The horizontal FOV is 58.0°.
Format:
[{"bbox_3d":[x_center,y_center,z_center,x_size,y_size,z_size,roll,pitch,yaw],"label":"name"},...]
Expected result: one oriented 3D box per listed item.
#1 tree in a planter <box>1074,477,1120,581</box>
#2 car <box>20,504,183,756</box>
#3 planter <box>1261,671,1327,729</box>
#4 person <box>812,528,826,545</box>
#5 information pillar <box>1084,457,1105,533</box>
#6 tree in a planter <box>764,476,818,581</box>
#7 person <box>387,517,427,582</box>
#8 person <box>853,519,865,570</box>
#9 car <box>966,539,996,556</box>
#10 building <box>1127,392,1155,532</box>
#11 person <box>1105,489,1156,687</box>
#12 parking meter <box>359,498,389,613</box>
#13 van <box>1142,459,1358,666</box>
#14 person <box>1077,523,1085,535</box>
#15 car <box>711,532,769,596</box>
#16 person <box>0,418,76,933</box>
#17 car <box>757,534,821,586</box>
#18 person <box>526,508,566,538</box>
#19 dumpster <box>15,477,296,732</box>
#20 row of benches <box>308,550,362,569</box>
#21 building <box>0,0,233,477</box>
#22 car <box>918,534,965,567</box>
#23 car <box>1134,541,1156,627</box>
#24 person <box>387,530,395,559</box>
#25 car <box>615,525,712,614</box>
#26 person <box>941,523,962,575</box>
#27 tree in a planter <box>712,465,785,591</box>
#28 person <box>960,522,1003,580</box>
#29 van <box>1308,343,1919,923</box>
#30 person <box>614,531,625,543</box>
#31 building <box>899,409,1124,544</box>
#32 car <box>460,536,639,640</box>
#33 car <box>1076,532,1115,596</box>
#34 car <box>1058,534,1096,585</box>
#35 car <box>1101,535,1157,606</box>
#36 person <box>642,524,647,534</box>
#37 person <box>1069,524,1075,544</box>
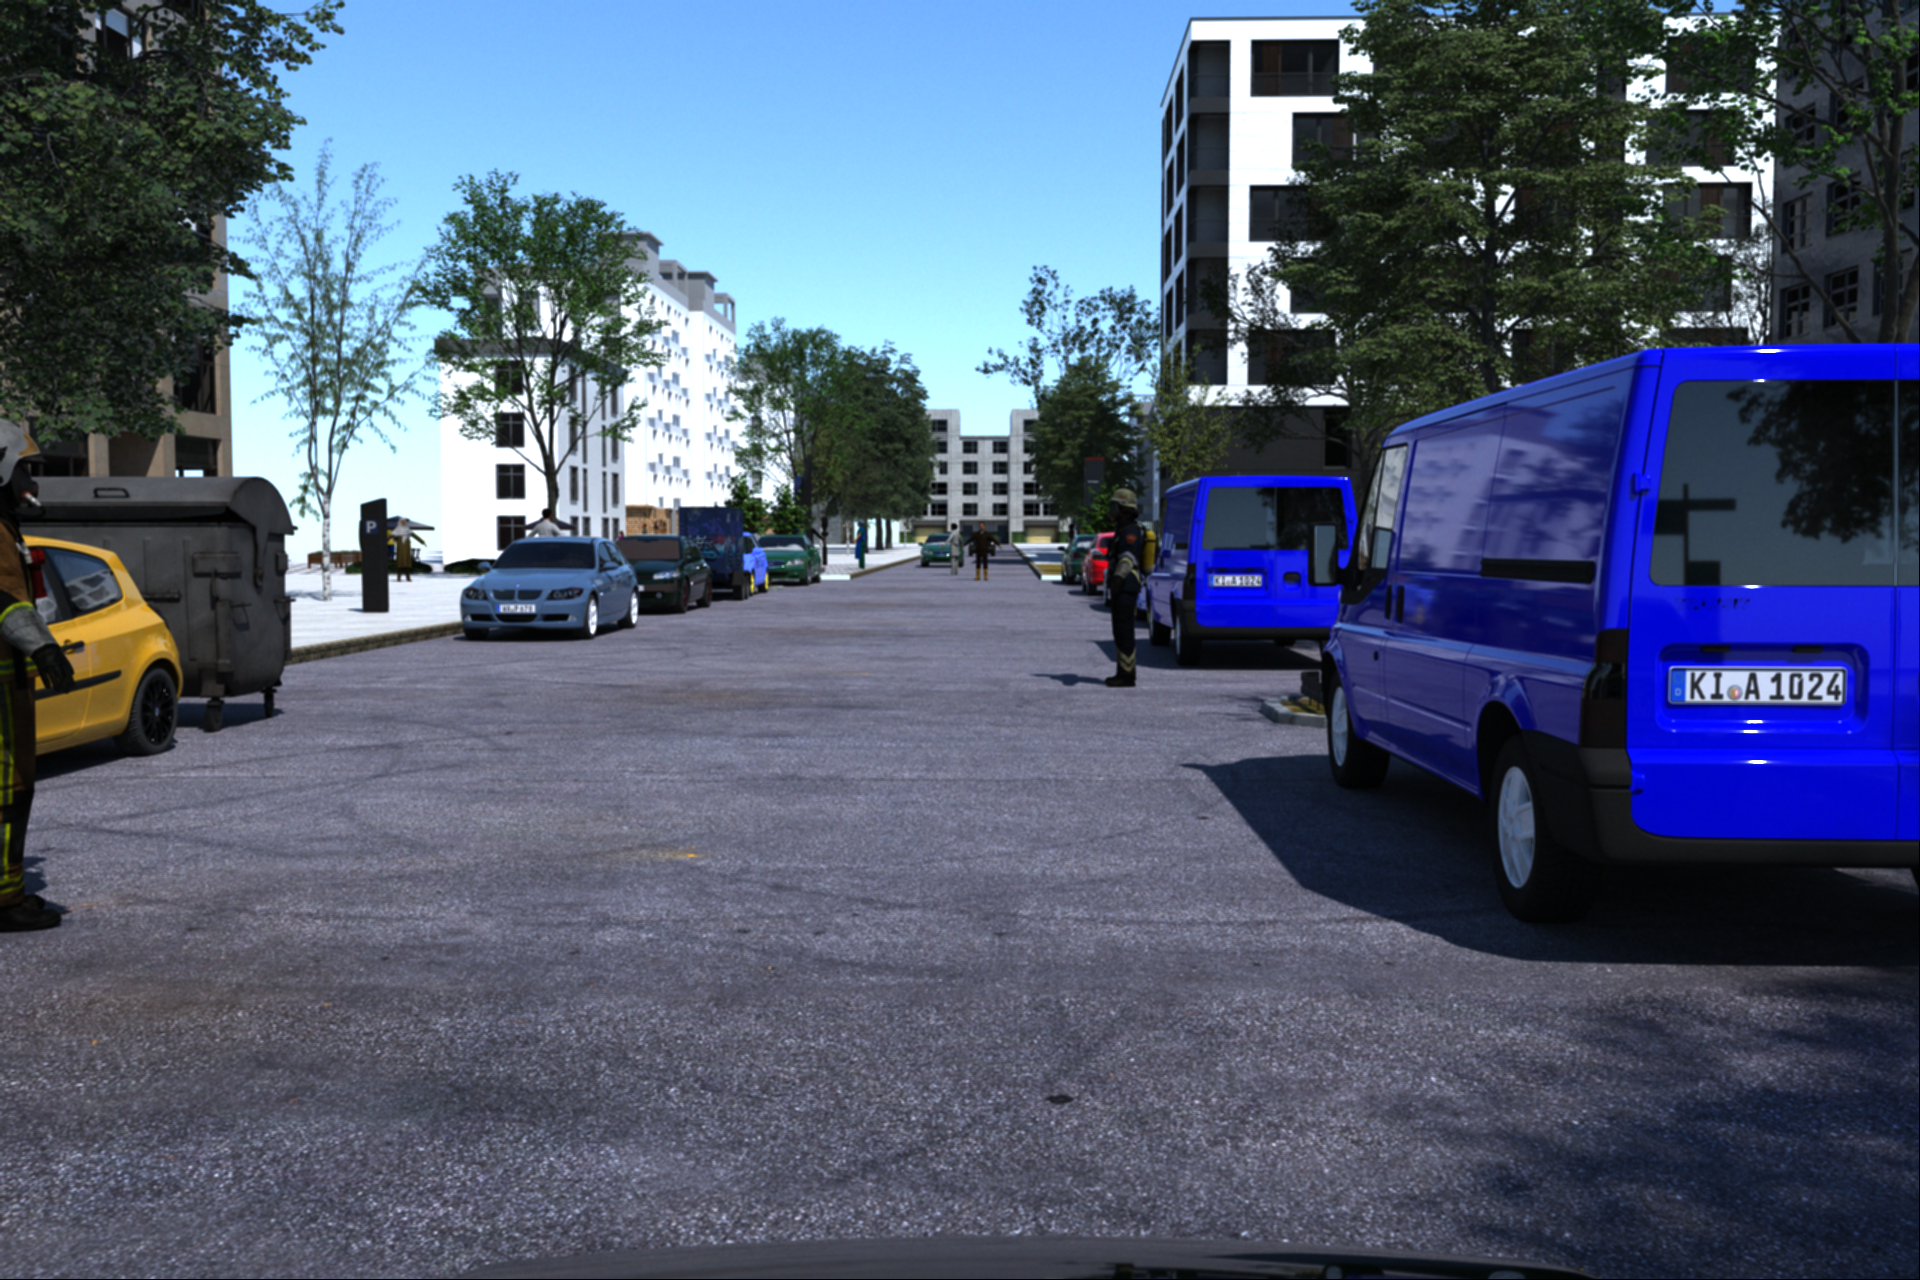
[{"bbox_3d":[4.443,-3.456,53.724,1.991,3.239,1.994,0,4,2],"label":"tree in a planter"},{"bbox_3d":[-6.069,0.022,9.863,2.015,1.641,3.980,0,4,1],"label":"car"},{"bbox_3d":[3.406,0.464,13.547,1.991,0.319,1.994,0,4,2],"label":"planter"},{"bbox_3d":[-5.568,-3.517,63.438,1.347,1.837,0.705,-1,4,-10],"label":"person"},{"bbox_3d":[4.557,-4.244,58.761,0.750,3.857,0.750,0,4,1],"label":"information pillar"},{"bbox_3d":[-5.356,-3.439,53.457,1.991,3.239,1.994,0,4,2],"label":"tree in a planter"},{"bbox_3d":[-15.037,-2.451,46.849,1.217,1.736,0.721,-2,4,-33],"label":"person"},{"bbox_3d":[-3.619,-3.467,62.812,0.704,1.817,1.347,1,4,9],"label":"person"},{"bbox_3d":[1.420,-6.288,112.598,2.009,1.686,4.222,0,3,0],"label":"car"},{"bbox_3d":[27.413,-22.884,230.573,16.016,20.090,11.380,0,4,1],"label":"building"},{"bbox_3d":[1.518,-0.496,16.347,0.705,1.856,1.354,0,4,3],"label":"person"},{"bbox_3d":[-9.589,-1.384,28.333,0.399,1.863,0.255,0,4,2],"label":"parking meter"},{"bbox_3d":[3.336,-0.986,20.505,2.240,2.365,5.245,0,3,0],"label":"van"},{"bbox_3d":[5.906,-4.643,81.882,1.349,1.833,0.705,3,5,44],"label":"person"},{"bbox_3d":[-5.563,-1.916,40.925,1.945,1.707,3.694,0,4,2],"label":"car"},{"bbox_3d":[-3.502,0.116,6.332,0.705,1.858,1.354,-3,4,-38],"label":"person"},{"bbox_3d":[-5.052,-2.309,49.553,2.131,1.459,4.920,0,4,2],"label":"car"},{"bbox_3d":[-8.504,-1.812,35.780,1.344,1.810,0.704,1,4,18],"label":"person"},{"bbox_3d":[-6.106,-0.292,12.991,1.865,1.857,1.264,0,4,2],"label":"dumpster"},{"bbox_3d":[-23.686,-3.101,66.172,1.422,0.672,4.104,0,4,8],"label":"row of benches"},{"bbox_3d":[-31.859,-14.172,34.917,19.350,26.588,34.151,0,4,1],"label":"building"},{"bbox_3d":[-0.754,-3.941,76.228,2.131,1.459,4.920,0,4,1],"label":"car"},{"bbox_3d":[3.705,-1.098,27.544,1.945,1.707,3.694,0,4,1],"label":"car"},{"bbox_3d":[-23.128,-3.918,70.527,1.216,1.772,0.721,2,4,25],"label":"person"},{"bbox_3d":[-5.766,-1.386,32.447,2.009,1.686,4.222,0,4,1],"label":"car"},{"bbox_3d":[-0.230,-3.175,60.553,0.705,1.806,1.347,2,4,30],"label":"person"},{"bbox_3d":[-5.568,-2.889,44.451,1.991,3.239,1.994,0,4,2],"label":"tree in a planter"},{"bbox_3d":[0.675,-2.765,53.806,1.346,1.812,0.704,1,4,11],"label":"person"},{"bbox_3d":[3.019,-0.222,8.013,2.240,2.365,5.245,0,4,1],"label":"van"},{"bbox_3d":[-14.940,-4.097,76.249,0.599,1.433,0.991,3,5,43],"label":"person"},{"bbox_3d":[7.333,-23.357,250.794,31.486,18.905,16.747,0,4,1],"label":"building"},{"bbox_3d":[-5.828,-0.799,25.072,2.014,1.417,4.499,0,4,1],"label":"car"},{"bbox_3d":[3.880,-1.995,41.655,2.155,1.783,4.494,0,4,2],"label":"car"},{"bbox_3d":[3.917,-2.352,50.251,2.131,1.459,4.920,0,4,1],"label":"car"},{"bbox_3d":[3.717,-1.274,32.837,2.014,1.417,4.499,0,4,0],"label":"car"},{"bbox_3d":[-15.670,-4.869,85.880,0.705,1.796,1.348,-1,4,-11],"label":"person"},{"bbox_3d":[5.981,-5.263,92.191,0.704,1.843,1.345,-1,4,-11],"label":"person"}]
